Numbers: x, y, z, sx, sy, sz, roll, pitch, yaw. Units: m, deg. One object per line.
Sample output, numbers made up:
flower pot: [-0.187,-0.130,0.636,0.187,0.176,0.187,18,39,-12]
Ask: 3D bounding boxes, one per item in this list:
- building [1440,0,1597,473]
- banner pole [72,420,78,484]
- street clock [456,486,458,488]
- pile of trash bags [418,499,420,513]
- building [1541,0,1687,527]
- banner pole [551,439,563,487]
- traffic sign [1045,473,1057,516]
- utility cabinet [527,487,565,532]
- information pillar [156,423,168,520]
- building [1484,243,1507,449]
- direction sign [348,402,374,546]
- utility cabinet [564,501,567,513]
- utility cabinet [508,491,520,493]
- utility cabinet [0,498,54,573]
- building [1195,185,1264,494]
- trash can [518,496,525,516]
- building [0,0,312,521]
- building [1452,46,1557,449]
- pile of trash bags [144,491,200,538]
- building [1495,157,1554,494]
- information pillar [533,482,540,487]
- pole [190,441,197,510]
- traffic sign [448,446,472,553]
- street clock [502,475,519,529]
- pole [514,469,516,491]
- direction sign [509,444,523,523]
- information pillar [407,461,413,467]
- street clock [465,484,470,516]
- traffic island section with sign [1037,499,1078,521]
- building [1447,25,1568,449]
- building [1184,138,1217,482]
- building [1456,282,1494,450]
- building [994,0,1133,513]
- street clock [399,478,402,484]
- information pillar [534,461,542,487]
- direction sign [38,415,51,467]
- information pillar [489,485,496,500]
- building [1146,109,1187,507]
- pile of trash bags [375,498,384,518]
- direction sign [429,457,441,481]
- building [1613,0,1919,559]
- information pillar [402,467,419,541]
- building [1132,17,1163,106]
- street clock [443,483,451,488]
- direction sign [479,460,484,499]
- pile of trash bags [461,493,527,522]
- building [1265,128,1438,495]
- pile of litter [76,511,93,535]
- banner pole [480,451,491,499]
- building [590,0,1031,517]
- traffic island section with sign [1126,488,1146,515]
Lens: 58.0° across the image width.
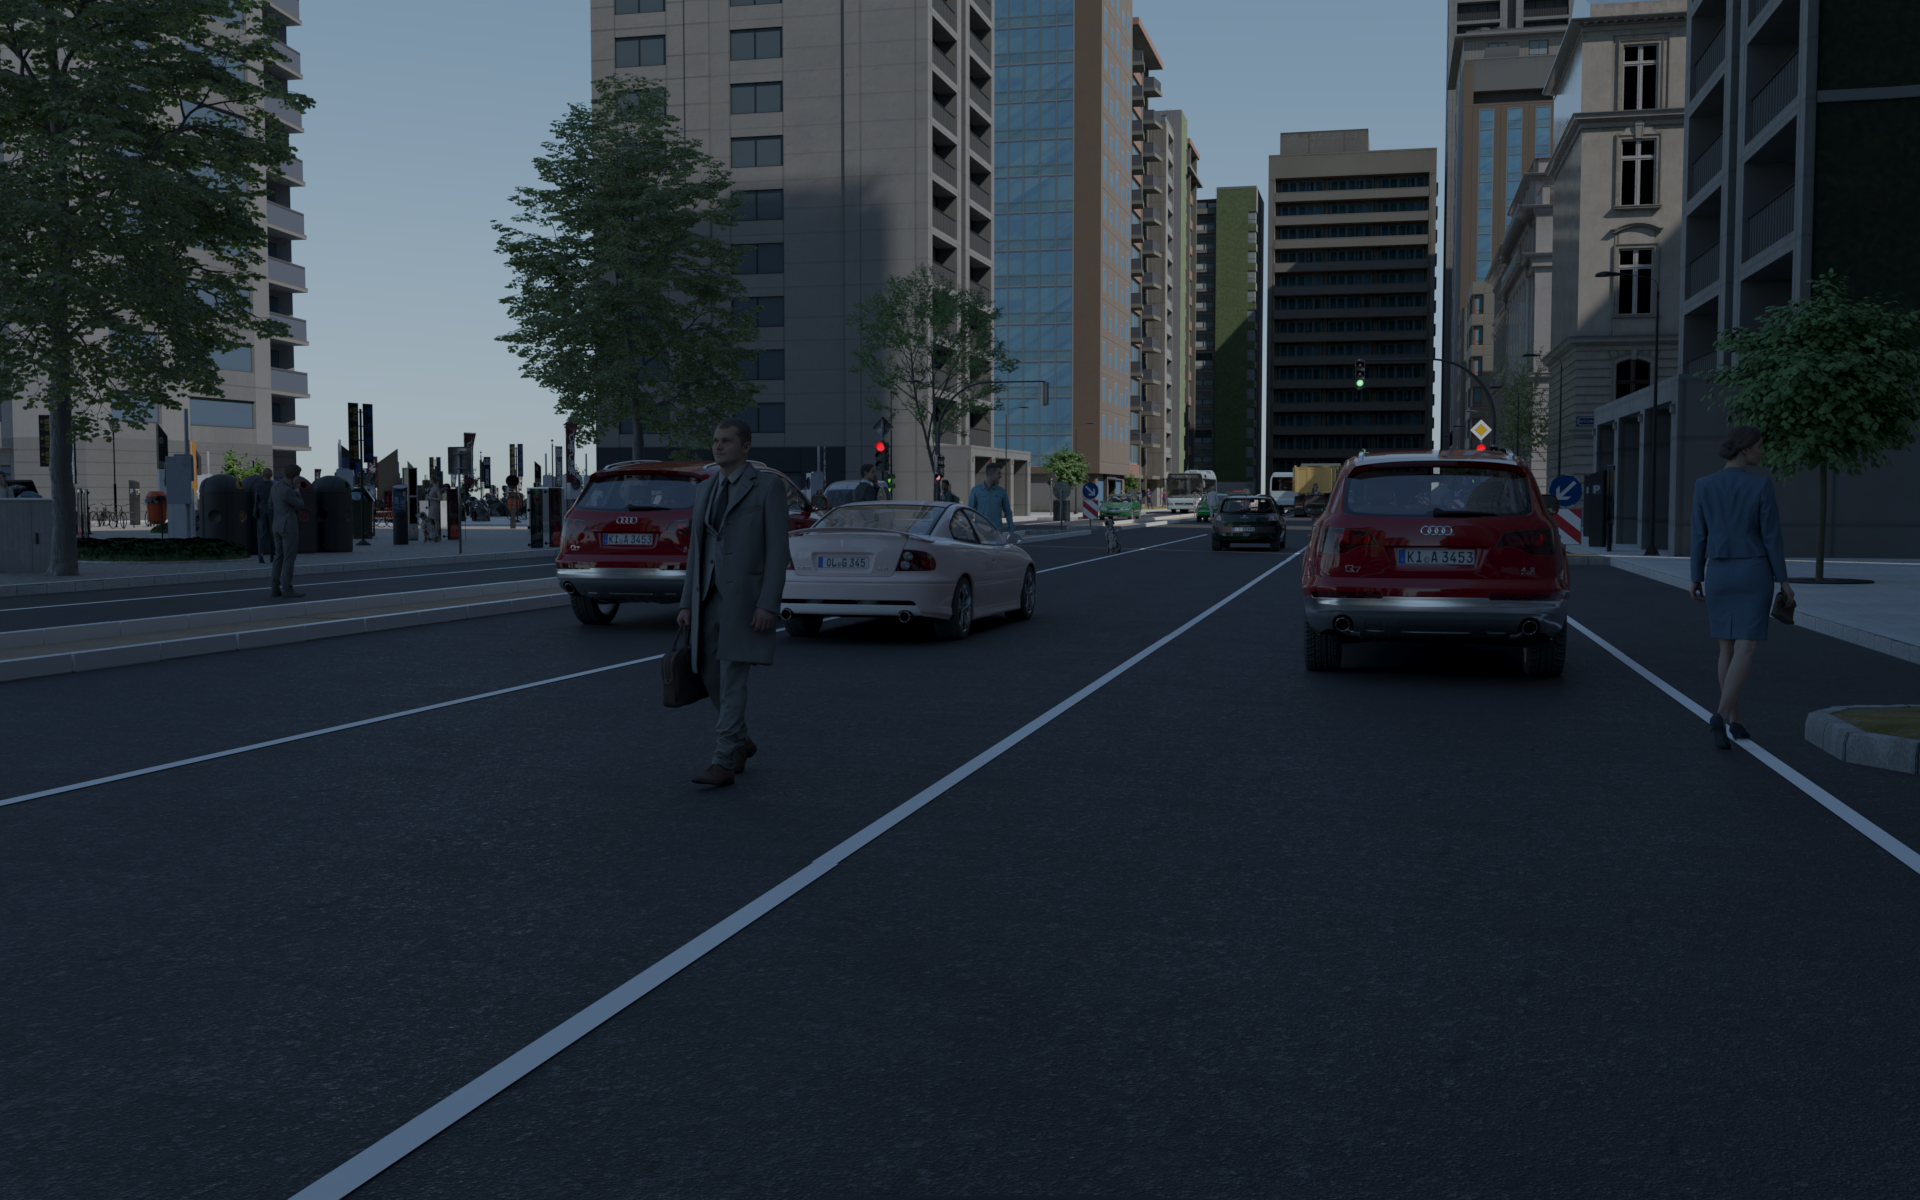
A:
building: [73.757,-48.138,225.299,20.611,71.187,20.563,1,4,14]
banner pole: [-26.194,-3.728,50.974,0.401,3.779,0.863,0,3,0]
street clock: [-45.165,-9.259,155.947,0.358,2.002,0.471,2,4,31]
pile of trash bags: [-31.695,-5.507,99.797,3.447,1.369,1.912,3,5,41]
building: [41.683,-15.241,68.270,34.723,24.649,14.460,1,4,14]
banner pole: [-18.462,-5.457,79.247,0.401,3.779,0.863,2,4,34]
traffic sign: [5.408,-6.284,102.845,0.768,2.556,0.104,2,4,23]
utility cabinet: [-13.687,-2.970,57.243,1.173,1.500,0.318,-2,4,-26]
information pillar: [-26.496,-4.049,57.559,0.183,3.616,0.504,1,4,13]
building: [44.493,-17.700,125.547,11.583,22.565,21.152,1,4,14]
direction sign: [-14.923,-3.132,43.200,0.379,3.537,0.876,1,4,21]
utility cabinet: [-22.460,-5.303,97.858,0.306,1.237,1.020,-2,4,-35]
utility cabinet: [-32.829,-7.267,127.500,0.318,1.500,1.173,-3,5,-42]
utility cabinet: [-15.357,-1.055,28.413,1.020,1.237,0.306,-2,4,-27]
building: [33.337,-33.615,233.204,14.086,41.232,14.154,1,4,14]
trash can: [-26.118,-5.550,102.391,0.748,1.137,0.748,0,3,0]
building: [-51.910,-33.689,92.810,28.212,58.520,21.231,1,4,14]
building: [57.250,-32.055,174.212,14.600,45.320,14.200,1,4,14]
pile of trash bags: [-21.227,-2.389,48.811,1.912,1.369,3.447,3,4,39]
building: [39.485,-15.997,103.344,13.314,21.916,24.055,1,4,14]
information pillar: [-26.703,-6.409,109.272,0.304,2.012,0.304,2,4,24]
pole: [-29.294,-4.426,66.202,0.158,3.312,0.155,0,3,0]
traffic sign: [-10.780,-2.153,37.326,0.606,2.300,0.079,1,4,20]
street clock: [-16.564,-3.643,64.129,0.471,2.002,0.358,-1,4,-23]
pole: [-36.795,-9.145,143.367,0.158,3.312,0.155,0,3,0]
direction sign: [-19.958,-5.258,77.970,0.876,3.537,0.379,2,4,34]
information pillar: [-38.846,-8.018,122.451,0.504,3.616,0.183,1,4,22]
street clock: [-28.942,-5.940,101.683,0.358,2.002,0.471,0,4,3]
traffic island section with sign: [5.376,-5.247,94.417,1.989,1.847,2.006,1,4,14]
building: [69.085,-36.897,192.503,28.713,52.752,27.495,1,4,14]
building: [15.615,-33.922,209.244,28.867,44.769,22.147,1,4,14]
building: [58.525,-18.776,152.021,27.650,21.520,28.899,1,4,14]
building: [4.537,-29.077,125.526,14.600,45.320,14.200,1,4,14]
street clock: [-24.129,-4.323,75.246,0.358,2.002,0.471,2,4,25]
information pillar: [-29.510,-7.934,121.071,0.504,3.616,0.183,-1,4,-22]
direction sign: [-25.865,-3.523,49.603,0.876,3.537,0.379,-1,4,-9]
information pillar: [-39.532,-8.714,146.963,0.304,2.012,0.304,-2,4,-34]
building: [15.758,-30.401,180.643,14.154,41.232,14.086,1,4,14]
pile of trash bags: [-30.320,-4.852,89.087,3.447,1.369,1.912,-2,4,-29]
direction sign: [-31.968,-6.945,105.540,0.876,3.537,0.379,2,4,23]
building: [25.601,-36.512,35.228,20.563,71.187,20.611,1,4,14]
information pillar: [-15.178,-2.650,47.820,0.304,2.012,0.304,3,5,41]
building: [6.647,-30.922,160.200,22.147,44.769,28.867,1,4,14]
street clock: [-34.308,-6.804,115.816,0.358,2.002,0.471,2,4,31]
direction sign: [-31.246,-7.427,113.425,0.379,3.537,0.876,-3,5,-40]
pile of trash bags: [-22.460,-4.394,81.598,3.447,1.369,1.912,0,4,-3]
building: [52.637,-37.259,232.891,21.600,48.544,21.300,1,4,14]
pile of litter: [-28.214,-2.487,54.629,1.719,0.858,1.176,-3,5,-42]
banner pole: [-27.908,-6.833,101.733,0.863,3.779,0.401,-3,5,-43]
building: [-6.878,-40.287,96.939,20.563,71.187,20.611,1,4,14]
traffic island section with sign: [11.924,-6.866,120.883,1.989,1.847,2.006,1,4,14]
